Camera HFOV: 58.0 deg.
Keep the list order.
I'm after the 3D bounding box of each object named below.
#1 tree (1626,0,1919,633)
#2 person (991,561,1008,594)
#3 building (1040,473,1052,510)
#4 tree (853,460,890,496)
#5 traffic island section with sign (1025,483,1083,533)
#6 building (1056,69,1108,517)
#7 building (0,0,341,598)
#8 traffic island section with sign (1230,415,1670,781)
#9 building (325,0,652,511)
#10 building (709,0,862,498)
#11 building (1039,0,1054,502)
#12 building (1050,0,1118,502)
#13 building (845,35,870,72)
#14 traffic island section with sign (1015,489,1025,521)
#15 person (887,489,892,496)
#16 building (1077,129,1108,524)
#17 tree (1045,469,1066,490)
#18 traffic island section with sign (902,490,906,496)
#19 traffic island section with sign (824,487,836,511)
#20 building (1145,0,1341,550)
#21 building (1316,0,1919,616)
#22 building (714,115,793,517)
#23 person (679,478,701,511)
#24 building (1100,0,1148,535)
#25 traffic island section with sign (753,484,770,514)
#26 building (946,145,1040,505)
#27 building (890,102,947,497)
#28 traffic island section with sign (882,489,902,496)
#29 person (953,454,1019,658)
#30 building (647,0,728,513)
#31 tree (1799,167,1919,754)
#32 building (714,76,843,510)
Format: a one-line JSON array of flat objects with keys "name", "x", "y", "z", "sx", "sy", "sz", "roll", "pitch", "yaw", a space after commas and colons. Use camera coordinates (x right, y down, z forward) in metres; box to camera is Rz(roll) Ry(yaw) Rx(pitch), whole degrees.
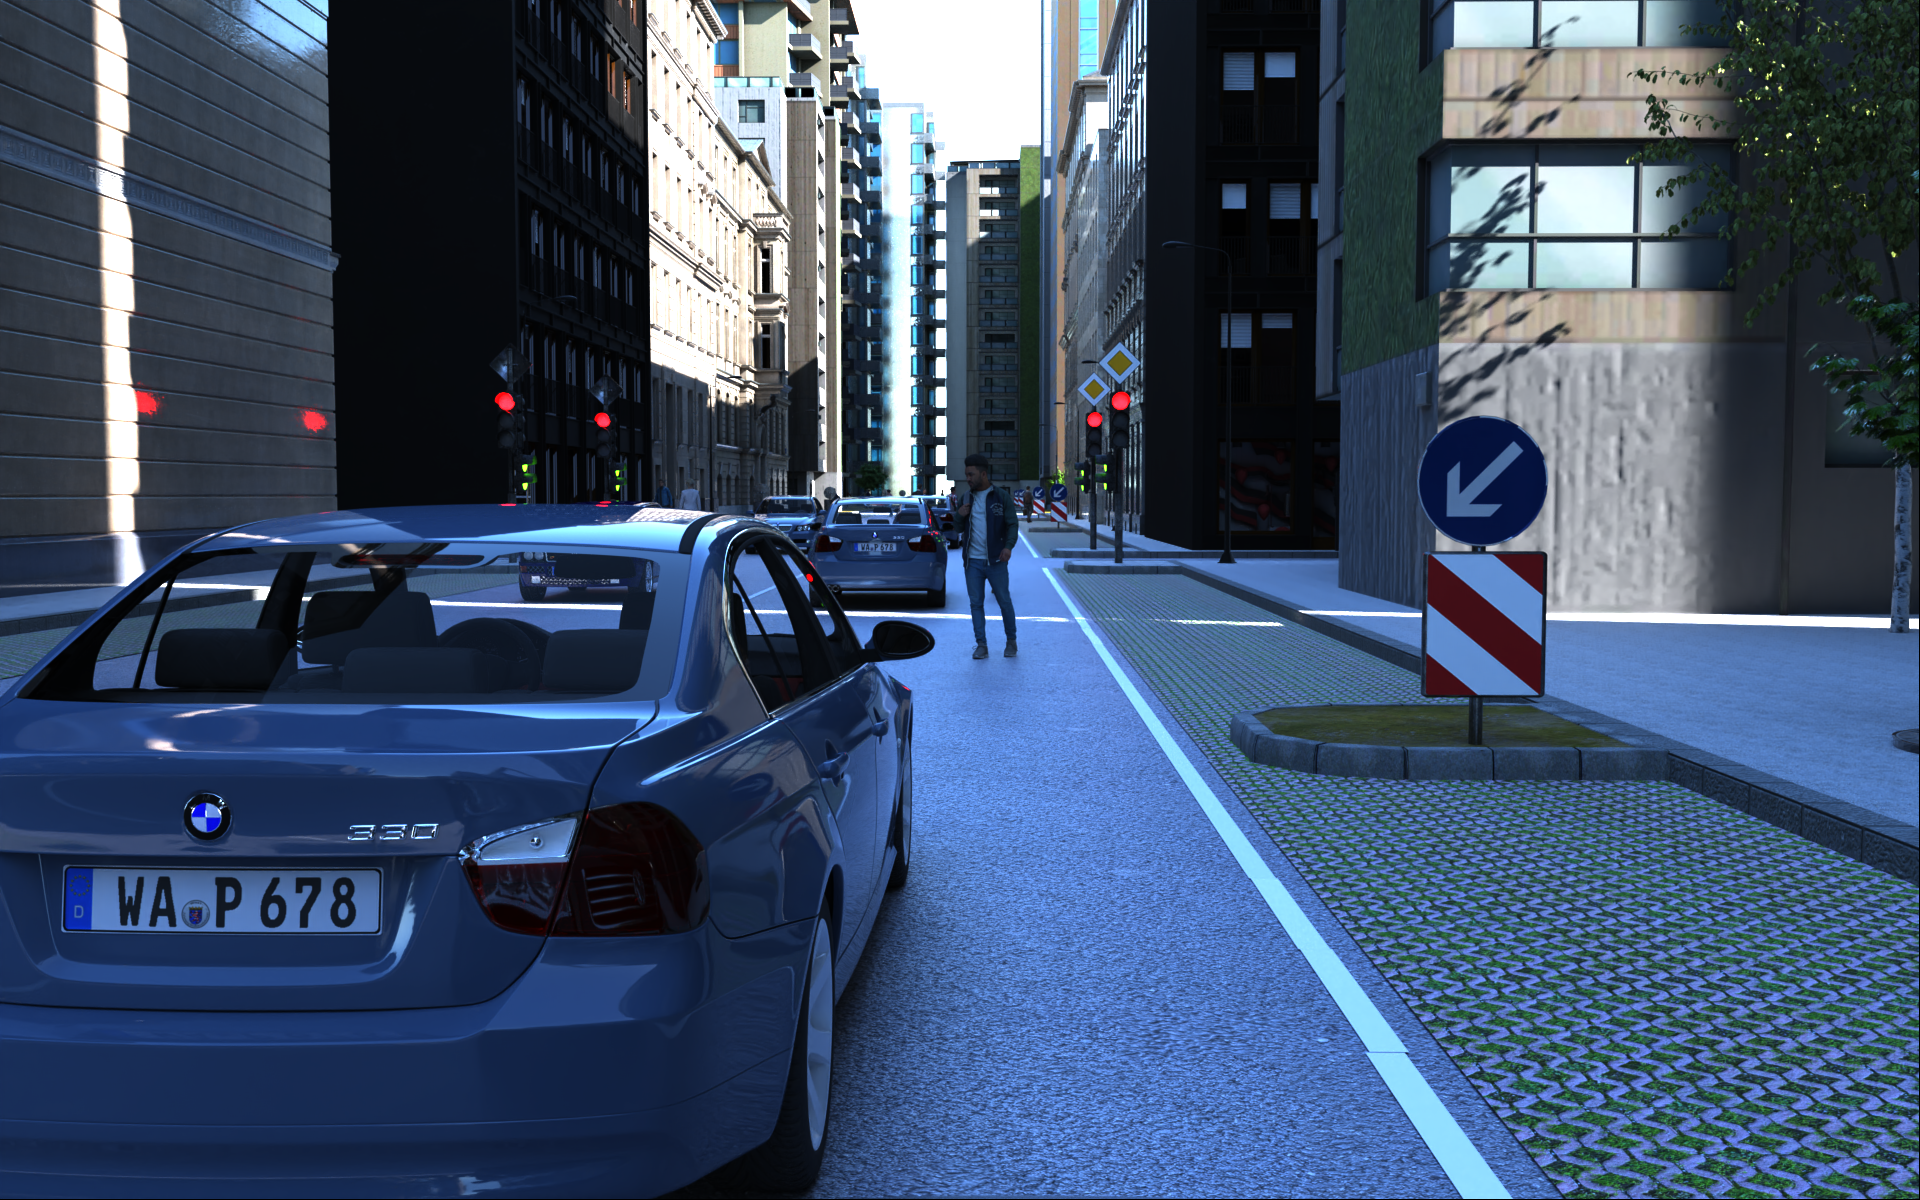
[{"name": "tree", "x": 8.465, "y": -4.000, "z": 15.756, "sx": 4.737, "sy": 8.622, "sz": 4.395, "roll": 0, "pitch": 3, "yaw": 0}, {"name": "person", "x": 0.530, "y": -0.721, "z": 24.965, "sx": 0.362, "sy": 1.253, "sz": 0.373, "roll": 0, "pitch": 4, "yaw": 2}, {"name": "building", "x": 23.173, "y": -27.945, "z": 148.780, "sx": 32.217, "sy": 40.220, "sz": 23.993, "roll": 0, "pitch": 4, "yaw": 1}, {"name": "tree", "x": -8.378, "y": -11.003, "z": 163.608, "sx": 4.285, "sy": 4.588, "sz": 4.351, "roll": 0, "pitch": 3, "yaw": 0}, {"name": "traffic island section with sign", "x": 3.571, "y": -3.451, "z": 65.044, "sx": 1.989, "sy": 1.847, "sz": 2.006, "roll": 0, "pitch": 4, "yaw": 1}, {"name": "building", "x": 12.284, "y": -18.602, "z": 101.407, "sx": 12.463, "sy": 27.353, "sz": 25.104, "roll": 0, "pitch": 4, "yaw": 1}, {"name": "building", "x": -21.448, "y": -14.671, "z": 25.769, "sx": 20.117, "sy": 28.700, "sz": 13.634, "roll": 0, "pitch": 4, "yaw": 1}, {"name": "traffic island section with sign", "x": 2.555, "y": -0.057, "z": 9.558, "sx": 1.989, "sy": 1.847, "sz": 2.006, "roll": 0, "pitch": 4, "yaw": 1}, {"name": "building", "x": -16.244, "y": -13.330, "z": 47.624, "sx": 12.332, "sy": 23.373, "sz": 15.834, "roll": 0, "pitch": 4, "yaw": 1}, {"name": "building", "x": -19.864, "y": -29.996, "z": 145.062, "sx": 22.147, "sy": 44.769, "sz": 28.867, "roll": 0, "pitch": 4, "yaw": 1}, {"name": "building", "x": 18.595, "y": -38.732, "z": 175.271, "sx": 21.231, "sy": 58.520, "sz": 28.212, "roll": 0, "pitch": 4, "yaw": 1}, {"name": "building", "x": 13.928, "y": -29.332, "z": 129.686, "sx": 14.600, "sy": 45.320, "sz": 14.200, "roll": 0, "pitch": 4, "yaw": 1}, {"name": "building", "x": -23.539, "y": -34.252, "z": 179.627, "sx": 30.456, "sy": 49.044, "sz": 23.786, "roll": 0, "pitch": 4, "yaw": 1}, {"name": "traffic island section with sign", "x": 4.056, "y": -5.099, "z": 91.995, "sx": 1.989, "sy": 1.847, "sz": 2.006, "roll": 0, "pitch": 4, "yaw": 1}, {"name": "person", "x": -4.373, "y": -6.055, "z": 108.344, "sx": 0.643, "sy": 1.720, "sz": 0.563, "roll": -2, "pitch": 4, "yaw": -29}, {"name": "building", "x": 11.106, "y": -13.819, "z": 80.696, "sx": 10.420, "sy": 20.320, "sz": 16.860, "roll": 0, "pitch": 4, "yaw": 1}, {"name": "tree", "x": 6.681, "y": -7.691, "z": 120.349, "sx": 1.663, "sy": 3.219, "sz": 1.824, "roll": 0, "pitch": 3, "yaw": 0}, {"name": "traffic island section with sign", "x": -5.568, "y": -9.840, "z": 169.511, "sx": 1.989, "sy": 1.847, "sz": 2.006, "roll": 0, "pitch": 4, "yaw": 1}, {"name": "traffic island section with sign", "x": -6.949, "y": -5.160, "z": 92.986, "sx": 1.989, "sy": 1.847, "sz": 2.006, "roll": 0, "pitch": 4, "yaw": 1}, {"name": "building", "x": 13.305, "y": -13.153, "z": 44.730, "sx": 15.834, "sy": 23.373, "sz": 12.332, "roll": 0, "pitch": 4, "yaw": 1}, {"name": "building", "x": 12.222, "y": -20.820, "z": 24.000, "sx": 14.154, "sy": 41.232, "sz": 14.086, "roll": 0, "pitch": 4, "yaw": 1}, {"name": "building", "x": -16.924, "y": -17.053, "z": 97.898, "sx": 14.460, "sy": 24.649, "sz": 34.723, "roll": 0, "pitch": 4, "yaw": 1}, {"name": "person", "x": -6.984, "y": -2.245, "z": 45.078, "sx": 0.818, "sy": 1.842, "sz": 0.514, "roll": 3, "pitch": 5, "yaw": 40}, {"name": "building", "x": 10.460, "y": -13.036, "z": 62.292, "sx": 9.793, "sy": 20.994, "sz": 18.267, "roll": 0, "pitch": 4, "yaw": 1}, {"name": "traffic island section with sign", "x": -7.451, "y": -3.451, "z": 65.059, "sx": 1.989, "sy": 1.847, "sz": 2.006, "roll": 0, "pitch": 4, "yaw": 1}, {"name": "building", "x": 5.312, "y": -31.934, "z": 205.710, "sx": 14.086, "sy": 41.232, "sz": 14.154, "roll": 0, "pitch": 4, "yaw": 1}, {"name": "building", "x": -16.864, "y": -36.166, "z": 210.921, "sx": 30.456, "sy": 49.044, "sz": 23.786, "roll": 0, "pitch": 4, "yaw": 1}, {"name": "traffic island section with sign", "x": -6.048, "y": -8.192, "z": 142.560, "sx": 1.989, "sy": 1.847, "sz": 2.006, "roll": 0, "pitch": 4, "yaw": 1}, {"name": "person", "x": 0.223, "y": -0.387, "z": 15.169, "sx": 0.623, "sy": 1.781, "sz": 0.721, "roll": 1, "pitch": 4, "yaw": 12}, {"name": "building", "x": -17.104, "y": -16.556, "z": 67.958, "sx": 12.463, "sy": 27.353, "sz": 25.104, "roll": 0, "pitch": 4, "yaw": 1}, {"name": "tree", "x": 5.288, "y": -0.860, "z": 8.658, "sx": 1.663, "sy": 3.219, "sz": 1.824, "roll": 0, "pitch": 3, "yaw": 0}, {"name": "building", "x": -16.007, "y": -21.520, "z": 123.547, "sx": 14.160, "sy": 30.474, "sz": 14.107, "roll": 0, "pitch": 4, "yaw": 1}]
